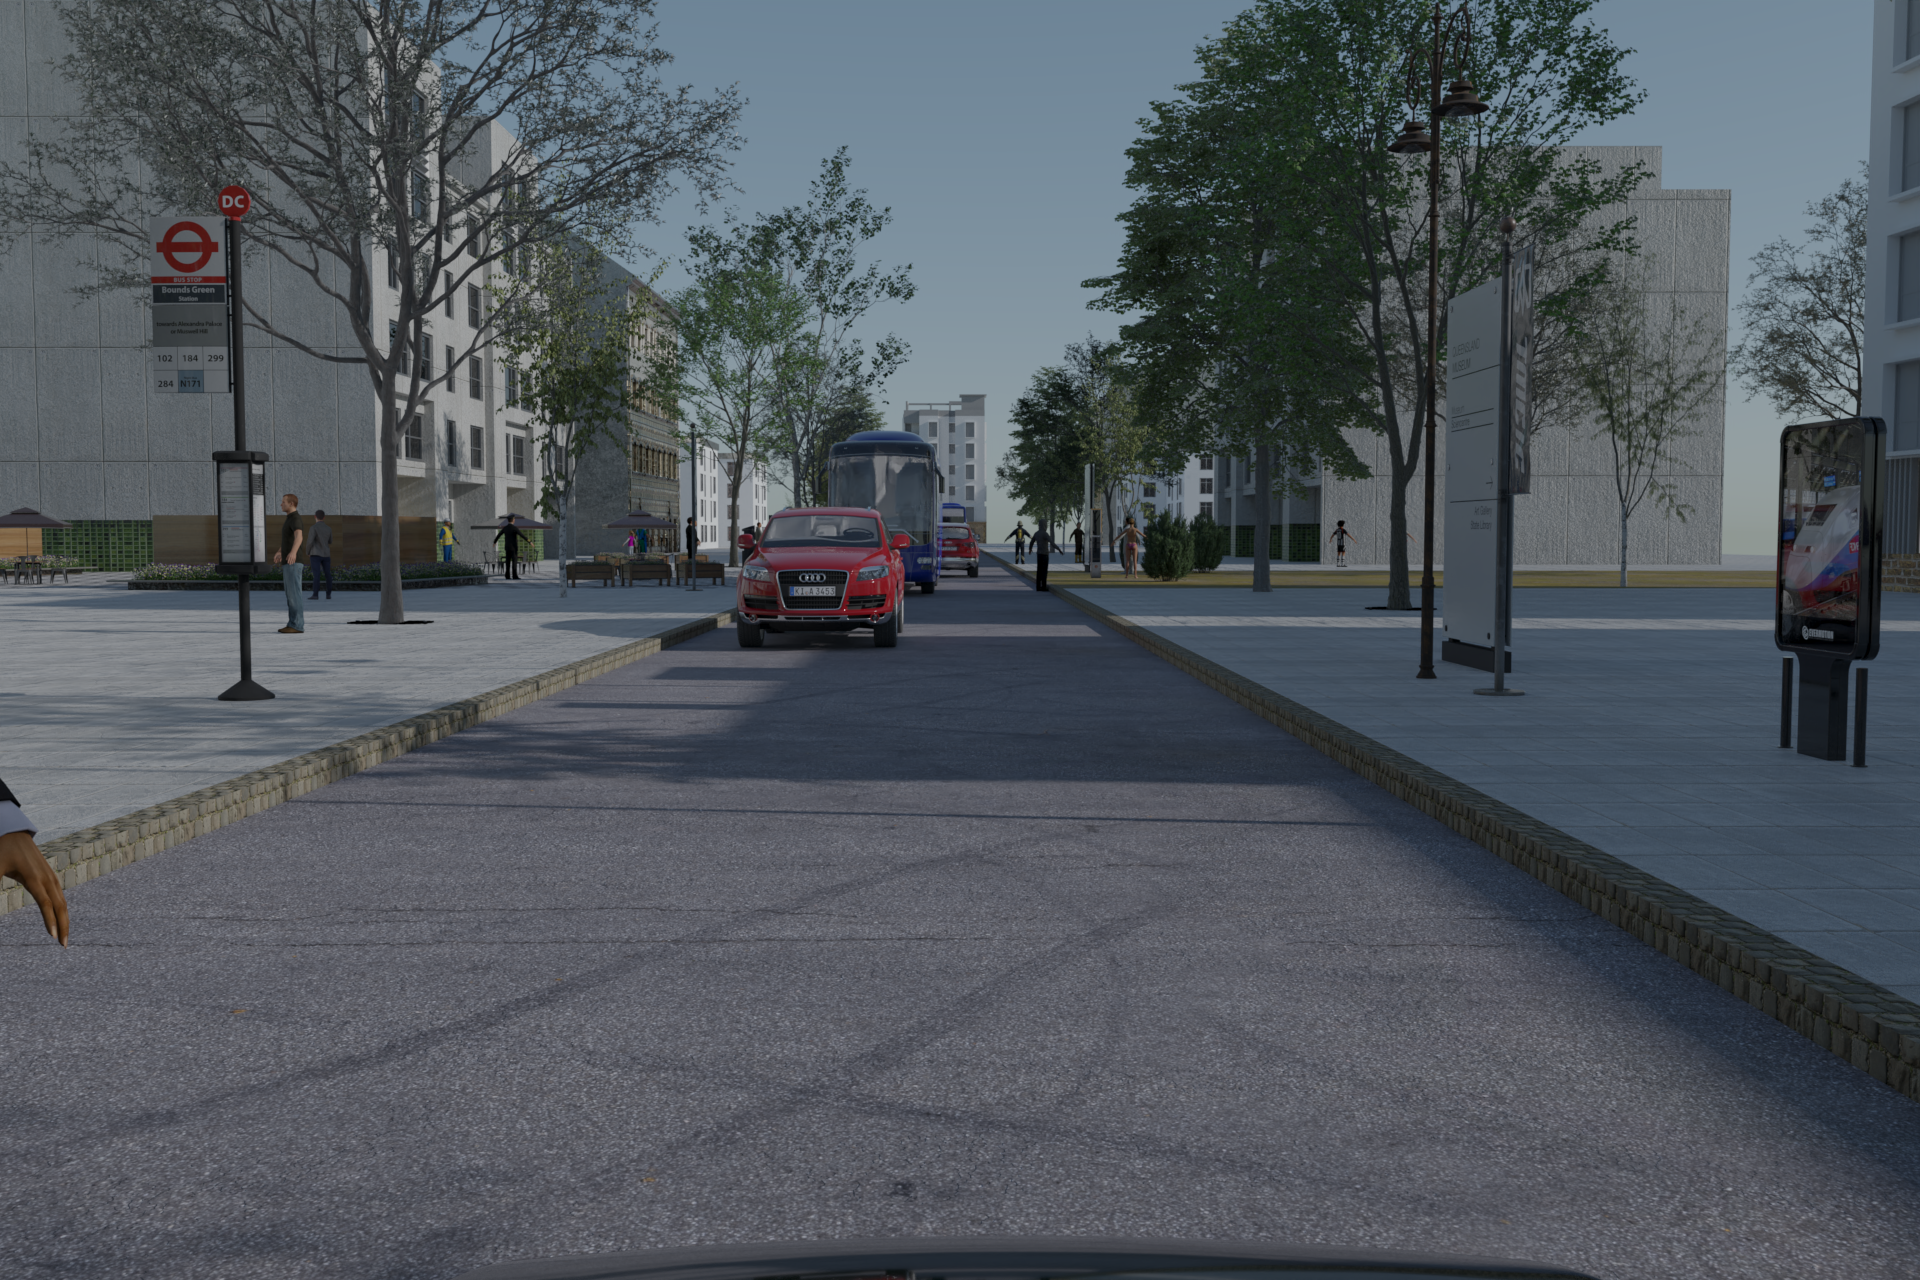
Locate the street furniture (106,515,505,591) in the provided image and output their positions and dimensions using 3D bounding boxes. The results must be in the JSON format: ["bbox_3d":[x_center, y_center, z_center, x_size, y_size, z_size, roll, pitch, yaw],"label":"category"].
[{"bbox_3d":[-15.418,-2.103,41.231,11.010,1.723,9.812,0,4,7],"label":"street furniture"}]

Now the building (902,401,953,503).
[{"bbox_3d":[-7.529,-23.168,237.673,11.380,20.090,16.016,0,4,-4],"label":"building"}]

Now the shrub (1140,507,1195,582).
[{"bbox_3d":[5.612,-2.595,46.843,1.690,2.028,1.600,0,3,0],"label":"shrub"}]

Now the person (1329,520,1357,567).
[{"bbox_3d":[14.805,-3.733,67.176,0.704,1.843,1.345,-3,4,-37],"label":"person"}]

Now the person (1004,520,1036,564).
[{"bbox_3d":[2.536,-4.128,73.272,1.354,1.856,0.705,0,4,5],"label":"person"}]

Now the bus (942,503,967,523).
[{"bbox_3d":[-0.818,-8.841,136.095,2.896,3.916,12.251,0,4,0],"label":"bus"}]

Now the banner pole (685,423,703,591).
[{"bbox_3d":[-6.025,-3.017,39.344,0.401,3.779,0.863,0,4,-1],"label":"banner pole"}]

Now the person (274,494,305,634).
[{"bbox_3d":[-8.677,-0.992,22.429,0.705,1.803,1.348,-2,4,-29],"label":"person"}]

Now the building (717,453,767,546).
[{"bbox_3d":[-25.932,-15.351,193.132,9.099,9.664,28.070,0,4,0],"label":"building"}]

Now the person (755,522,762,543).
[{"bbox_3d":[-8.594,-4.161,74.305,0.705,1.796,1.348,-2,4,-25],"label":"person"}]

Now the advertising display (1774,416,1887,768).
[{"bbox_3d":[4.959,-0.288,9.916,0.123,1.923,0.974,0,4,0],"label":"advertising display"}]

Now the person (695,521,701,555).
[{"bbox_3d":[-9.961,-3.598,65.053,0.704,1.802,1.346,-1,4,-19],"label":"person"}]

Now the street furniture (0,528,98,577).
[{"bbox_3d":[-31.369,-2.754,51.883,11.010,1.723,9.812,1,4,8],"label":"street furniture"}]

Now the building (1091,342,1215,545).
[{"bbox_3d":[25.233,-22.836,204.296,19.493,23.208,18.063,0,4,0],"label":"building"}]

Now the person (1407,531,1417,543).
[{"bbox_3d":[18.082,-3.971,70.784,0.705,1.847,1.347,-2,4,-35],"label":"person"}]

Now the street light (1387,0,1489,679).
[{"bbox_3d":[4.153,-2.596,15.240,0.468,5.910,1.993,0,4,-1],"label":"street light"}]

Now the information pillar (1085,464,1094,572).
[{"bbox_3d":[4.378,-4.115,58.599,0.184,3.620,1.656,0,4,-1],"label":"information pillar"}]

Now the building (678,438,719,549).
[{"bbox_3d":[-26.996,-13.419,161.545,9.099,9.664,28.070,0,4,-1],"label":"building"}]

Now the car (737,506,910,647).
[{"bbox_3d":[-1.811,-0.912,23.589,2.281,1.827,5.304,0,4,0],"label":"car"}]

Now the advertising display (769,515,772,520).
[{"bbox_3d":[-6.351,-3.264,58.588,0.123,1.923,0.974,0,4,1],"label":"advertising display"}]

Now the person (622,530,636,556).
[{"bbox_3d":[-13.512,-3.763,70.785,0.599,1.433,0.991,1,4,22],"label":"person"}]

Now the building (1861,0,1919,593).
[{"bbox_3d":[25.575,-11.048,37.061,16.016,20.090,11.380,0,4,-1],"label":"building"}]

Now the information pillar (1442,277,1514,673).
[{"bbox_3d":[4.994,-1.552,16.692,0.184,3.620,1.656,0,4,-1],"label":"information pillar"}]

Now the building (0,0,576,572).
[{"bbox_3d":[-28.144,-12.662,73.489,16.747,18.905,31.486,0,4,-1],"label":"building"}]

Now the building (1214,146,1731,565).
[{"bbox_3d":[23.551,-13.531,87.693,16.747,18.905,31.486,0,3,0],"label":"building"}]

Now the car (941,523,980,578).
[{"bbox_3d":[-0.428,-3.051,58.552,2.281,1.827,5.304,0,4,-1],"label":"car"}]

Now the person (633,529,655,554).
[{"bbox_3d":[-14.242,-4.380,77.733,1.347,1.817,0.704,3,4,36],"label":"person"}]

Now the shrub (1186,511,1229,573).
[{"bbox_3d":[7.925,-3.219,56.667,1.661,2.075,1.752,0,3,0],"label":"shrub"}]

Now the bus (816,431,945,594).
[{"bbox_3d":[-1.784,-3.258,44.821,2.896,3.916,12.251,0,3,0],"label":"bus"}]

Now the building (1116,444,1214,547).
[{"bbox_3d":[21.564,-14.275,175.549,9.099,9.664,28.070,0,4,0],"label":"building"}]

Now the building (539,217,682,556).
[{"bbox_3d":[-28.745,-17.122,110.870,19.493,23.208,18.063,0,3,0],"label":"building"}]

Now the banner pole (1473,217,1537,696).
[{"bbox_3d":[4.324,-1.439,13.542,0.401,3.779,0.863,0,4,-1],"label":"banner pole"}]

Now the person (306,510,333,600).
[{"bbox_3d":[-12.661,-1.683,34.093,0.617,1.759,0.750,-3,5,-42],"label":"person"}]

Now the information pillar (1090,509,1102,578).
[{"bbox_3d":[3.961,-2.814,50.503,0.304,2.012,0.304,0,4,0],"label":"information pillar"}]

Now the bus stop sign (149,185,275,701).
[{"bbox_3d":[-5.775,-1.508,13.366,0.855,3.939,0.416,0,4,0],"label":"bus stop sign"}]

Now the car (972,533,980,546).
[{"bbox_3d":[0.402,-6.700,119.131,1.945,1.707,3.694,0,4,-1],"label":"car"}]
